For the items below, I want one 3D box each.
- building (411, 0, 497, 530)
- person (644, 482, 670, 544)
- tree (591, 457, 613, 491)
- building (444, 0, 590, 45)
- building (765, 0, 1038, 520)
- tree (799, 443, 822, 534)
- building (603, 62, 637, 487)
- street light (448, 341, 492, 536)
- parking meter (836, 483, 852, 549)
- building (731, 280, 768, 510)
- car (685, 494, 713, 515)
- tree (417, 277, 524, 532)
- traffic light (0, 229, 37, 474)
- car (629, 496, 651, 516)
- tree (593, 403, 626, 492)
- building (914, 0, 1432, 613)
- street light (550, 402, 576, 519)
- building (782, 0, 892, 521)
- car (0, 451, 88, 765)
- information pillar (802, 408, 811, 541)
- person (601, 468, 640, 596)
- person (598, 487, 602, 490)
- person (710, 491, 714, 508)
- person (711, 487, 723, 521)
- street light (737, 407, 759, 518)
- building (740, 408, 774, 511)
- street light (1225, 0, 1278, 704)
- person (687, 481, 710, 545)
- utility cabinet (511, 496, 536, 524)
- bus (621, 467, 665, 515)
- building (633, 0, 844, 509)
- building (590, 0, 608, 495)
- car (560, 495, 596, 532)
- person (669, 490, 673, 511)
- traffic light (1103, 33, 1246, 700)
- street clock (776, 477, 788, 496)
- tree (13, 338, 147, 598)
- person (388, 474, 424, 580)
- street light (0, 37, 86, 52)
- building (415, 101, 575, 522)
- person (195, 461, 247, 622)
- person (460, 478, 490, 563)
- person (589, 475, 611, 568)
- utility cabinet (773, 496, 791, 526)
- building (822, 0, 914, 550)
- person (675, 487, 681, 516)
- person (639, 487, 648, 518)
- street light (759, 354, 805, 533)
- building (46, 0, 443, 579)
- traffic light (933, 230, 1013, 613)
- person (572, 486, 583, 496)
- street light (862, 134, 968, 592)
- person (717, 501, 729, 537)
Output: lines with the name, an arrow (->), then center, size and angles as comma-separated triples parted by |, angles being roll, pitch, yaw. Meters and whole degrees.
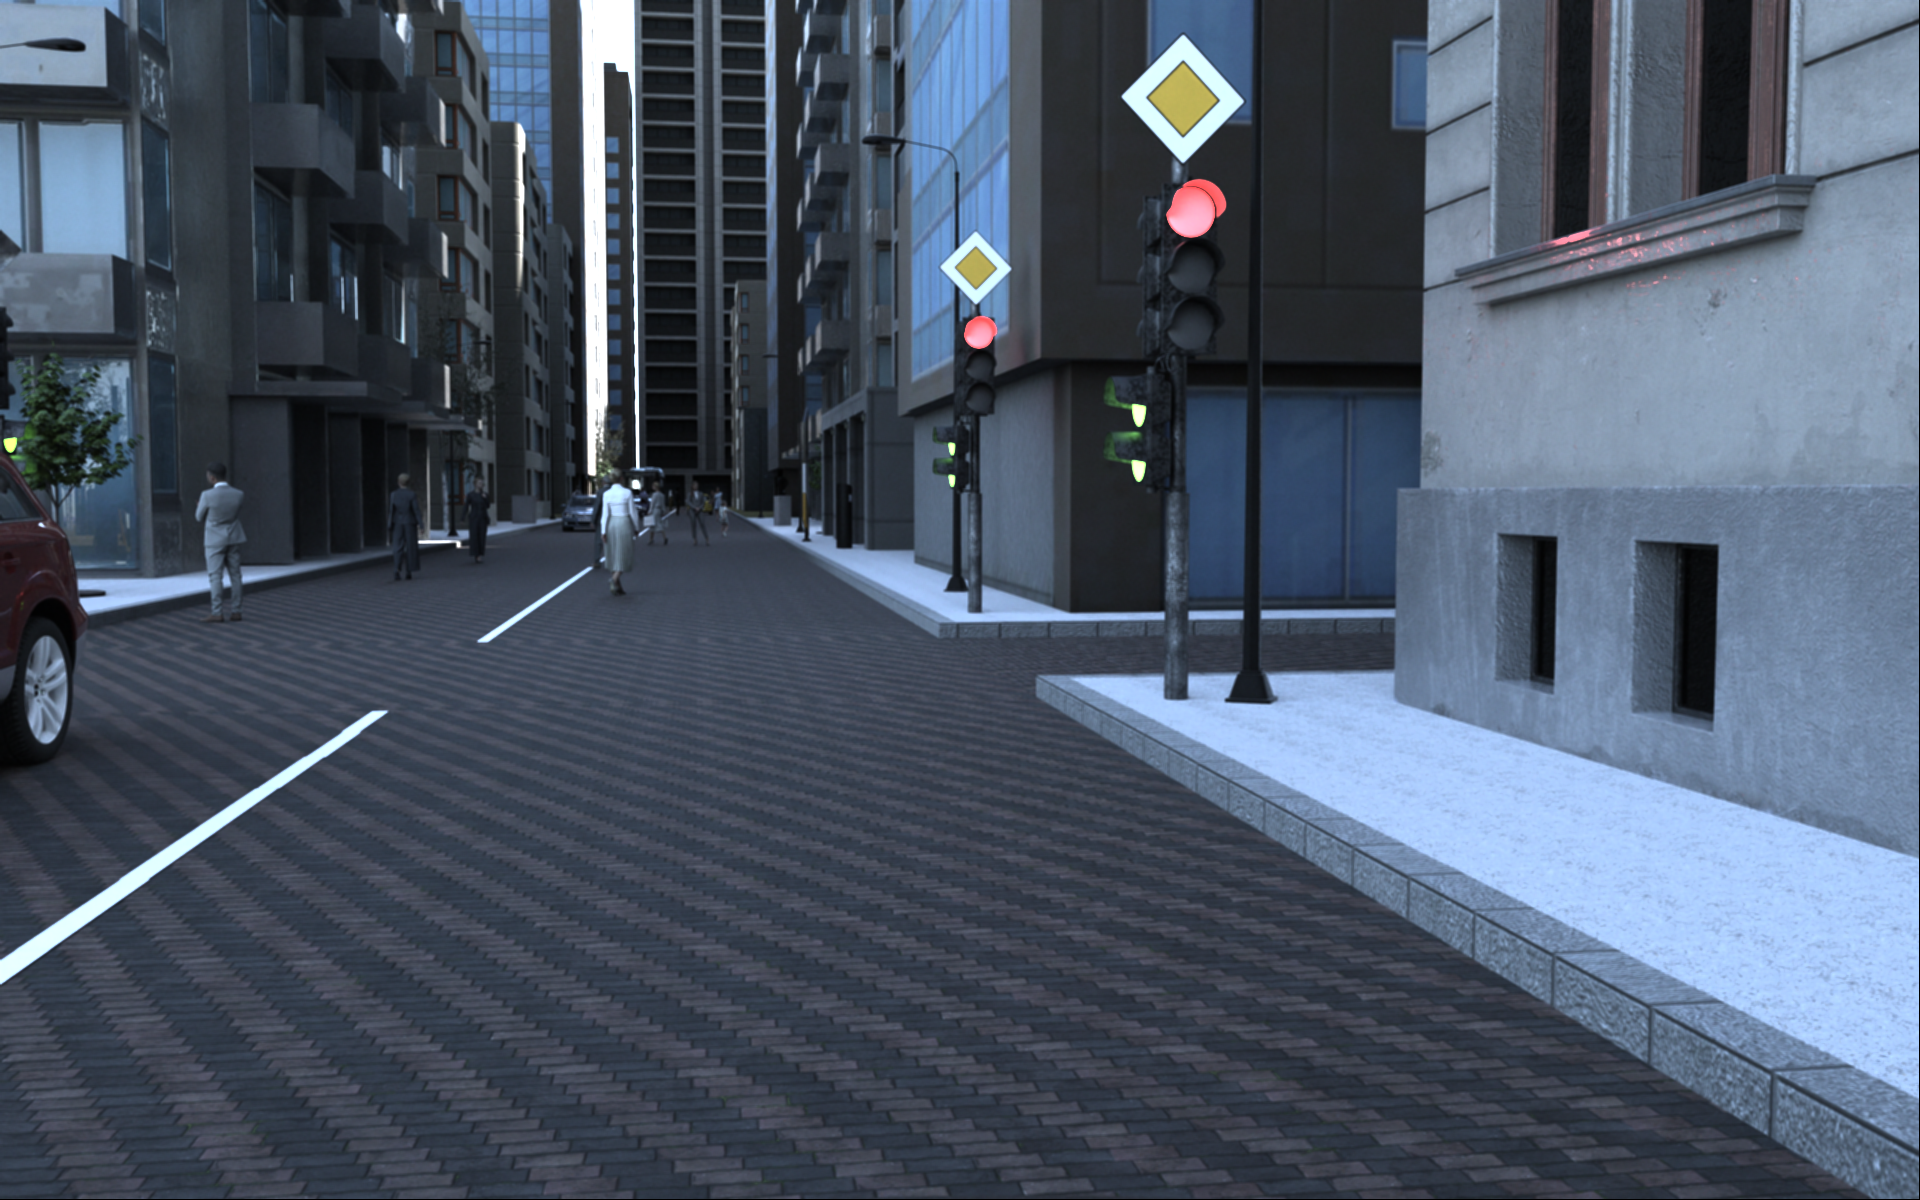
building -> -33.306, -13.961, 73.299 | 27.650, 21.520, 28.899 | -1, 4, -9
person -> -8.612, -2.469, 49.226 | 0.624, 1.780, 0.694 | 3, 5, 40
tree -> -30.014, -9.725, 142.717 | 4.285, 4.588, 4.351 | 0, 3, 0
building -> -34.069, -29.062, 125.270 | 14.600, 45.320, 14.200 | -1, 4, -9
building -> -4.131, -27.589, 101.193 | 14.600, 45.320, 14.200 | -1, 4, -9
tree -> -4.151, -3.764, 56.144 | 1.663, 3.219, 1.824 | 0, 3, 0
building -> -40.986, -32.366, 179.301 | 14.200, 45.320, 14.600 | -1, 4, -9
street light -> -14.848, -4.887, 52.451 | 1.470, 5.913, 1.316 | -1, 4, -9
parking meter -> -2.733, -1.988, 40.917 | 0.372, 1.533, 0.369 | 0, 3, 0
building -> -6.416, -19.029, 156.168 | 27.650, 21.520, 28.899 | -1, 4, -9
car -> -17.974, -6.694, 119.667 | 2.015, 1.641, 3.980 | -1, 4, -10
tree -> -17.145, -6.598, 58.233 | 4.360, 8.622, 3.978 | 0, 3, 0
traffic light -> -9.655, -1.726, 17.144 | 0.839, 4.253, 0.868 | -1, 4, -9
car -> -18.594, -5.312, 99.425 | 1.945, 1.354, 3.894 | 0, 4, -7
tree -> -28.732, -11.465, 137.820 | 4.360, 8.622, 3.978 | 0, 3, 0
building -> 6.836, -22.914, 24.749 | 14.200, 45.320, 14.600 | -1, 4, -9
street light -> -20.058, -7.030, 87.487 | 1.470, 5.913, 1.316 | -1, 4, -9
building -> 4.243, -28.003, 77.453 | 23.786, 49.044, 30.456 | -1, 4, -9
car -> -5.678, 0.064, 7.633 | 2.281, 1.827, 5.304 | 0, 4, -7
information pillar -> -4.170, -3.392, 46.815 | 0.183, 3.616, 0.504 | 0, 4, 5
person -> -4.830, -0.961, 24.445 | 0.478, 1.798, 0.641 | 1, 4, 16
person -> -18.731, -4.999, 90.465 | 0.641, 1.798, 0.478 | -2, 4, -23
person -> -23.866, -9.629, 166.481 | 0.434, 1.755, 0.990 | 1, 4, 18
person -> -12.679, -5.009, 90.487 | 0.616, 1.811, 0.778 | 0, 4, 3
street light -> -11.163, -7.322, 92.252 | 1.470, 5.913, 1.316 | -1, 4, -9
building -> -4.331, -49.588, 123.432 | 22.319, 86.520, 31.000 | -1, 4, -9
street light -> 1.273, -2.321, 10.496 | 1.470, 5.913, 1.316 | -1, 4, -9
person -> -7.329, -2.429, 48.493 | 0.520, 1.790, 0.573 | -2, 4, -35
utility cabinet -> -18.984, -3.930, 75.424 | 1.020, 1.237, 0.306 | 1, 4, 11
bus -> -21.408, -7.476, 117.090 | 2.948, 3.499, 13.247 | 0, 4, -8
building -> -23.963, -45.670, 184.951 | 20.611, 71.187, 20.563 | -1, 4, -9
building -> -42.595, -43.773, 153.936 | 20.611, 71.187, 20.563 | -1, 4, -9
car -> -14.593, -3.418, 67.881 | 2.014, 1.417, 4.499 | -1, 4, -9
person -> -23.732, -8.163, 142.692 | 0.721, 1.736, 1.217 | -1, 4, -10
traffic light -> 1.334, -1.334, 10.737 | 0.839, 4.253, 0.868 | -1, 4, -9
street clock -> -7.556, -4.223, 73.609 | 0.471, 2.002, 0.358 | -3, 5, -40
tree -> -11.309, -1.646, 21.513 | 1.663, 3.219, 1.824 | 0, 3, 0
person -> -9.261, -1.224, 28.940 | 0.576, 1.772, 0.534 | -1, 4, -20
street light -> -9.599, -2.762, 17.706 | 1.470, 5.913, 1.316 | -1, 4, -9
building -> -38.258, -15.815, 103.615 | 27.650, 21.520, 28.899 | -1, 4, -9
person -> -8.355, -0.663, 19.524 | 0.466, 1.800, 0.511 | 1, 4, 23
person -> -10.136, -1.674, 36.284 | 0.534, 1.772, 0.576 | 3, 4, 37
person -> -6.949, -1.535, 33.769 | 0.590, 1.801, 0.661 | 3, 5, 43
utility cabinet -> -7.231, -3.629, 70.503 | 0.306, 1.237, 1.020 | 1, 4, 22
building -> 7.300, -37.011, 43.389 | 20.563, 71.187, 20.611 | -1, 4, -9
person -> -18.378, -6.420, 113.098 | 0.705, 1.869, 1.348 | 0, 4, -5
person -> -19.268, -5.897, 104.778 | 0.709, 1.838, 0.599 | 2, 4, 33
street light -> -5.858, -5.203, 57.611 | 1.470, 5.913, 1.316 | -1, 4, -9
building -> -23.546, -25.461, 35.894 | 23.786, 49.044, 30.456 | -1, 4, -9
traffic light -> 0.143, -1.817, 18.633 | 0.839, 4.253, 0.868 | -1, 4, -9
person -> -18.432, -4.590, 83.653 | 0.679, 1.850, 0.850 | 2, 4, 24
street light -> -0.576, -3.062, 22.609 | 1.470, 5.913, 1.316 | -1, 4, -9
person -> -7.950, -2.706, 57.758 | 0.505, 1.210, 0.382 | 2, 4, 31
